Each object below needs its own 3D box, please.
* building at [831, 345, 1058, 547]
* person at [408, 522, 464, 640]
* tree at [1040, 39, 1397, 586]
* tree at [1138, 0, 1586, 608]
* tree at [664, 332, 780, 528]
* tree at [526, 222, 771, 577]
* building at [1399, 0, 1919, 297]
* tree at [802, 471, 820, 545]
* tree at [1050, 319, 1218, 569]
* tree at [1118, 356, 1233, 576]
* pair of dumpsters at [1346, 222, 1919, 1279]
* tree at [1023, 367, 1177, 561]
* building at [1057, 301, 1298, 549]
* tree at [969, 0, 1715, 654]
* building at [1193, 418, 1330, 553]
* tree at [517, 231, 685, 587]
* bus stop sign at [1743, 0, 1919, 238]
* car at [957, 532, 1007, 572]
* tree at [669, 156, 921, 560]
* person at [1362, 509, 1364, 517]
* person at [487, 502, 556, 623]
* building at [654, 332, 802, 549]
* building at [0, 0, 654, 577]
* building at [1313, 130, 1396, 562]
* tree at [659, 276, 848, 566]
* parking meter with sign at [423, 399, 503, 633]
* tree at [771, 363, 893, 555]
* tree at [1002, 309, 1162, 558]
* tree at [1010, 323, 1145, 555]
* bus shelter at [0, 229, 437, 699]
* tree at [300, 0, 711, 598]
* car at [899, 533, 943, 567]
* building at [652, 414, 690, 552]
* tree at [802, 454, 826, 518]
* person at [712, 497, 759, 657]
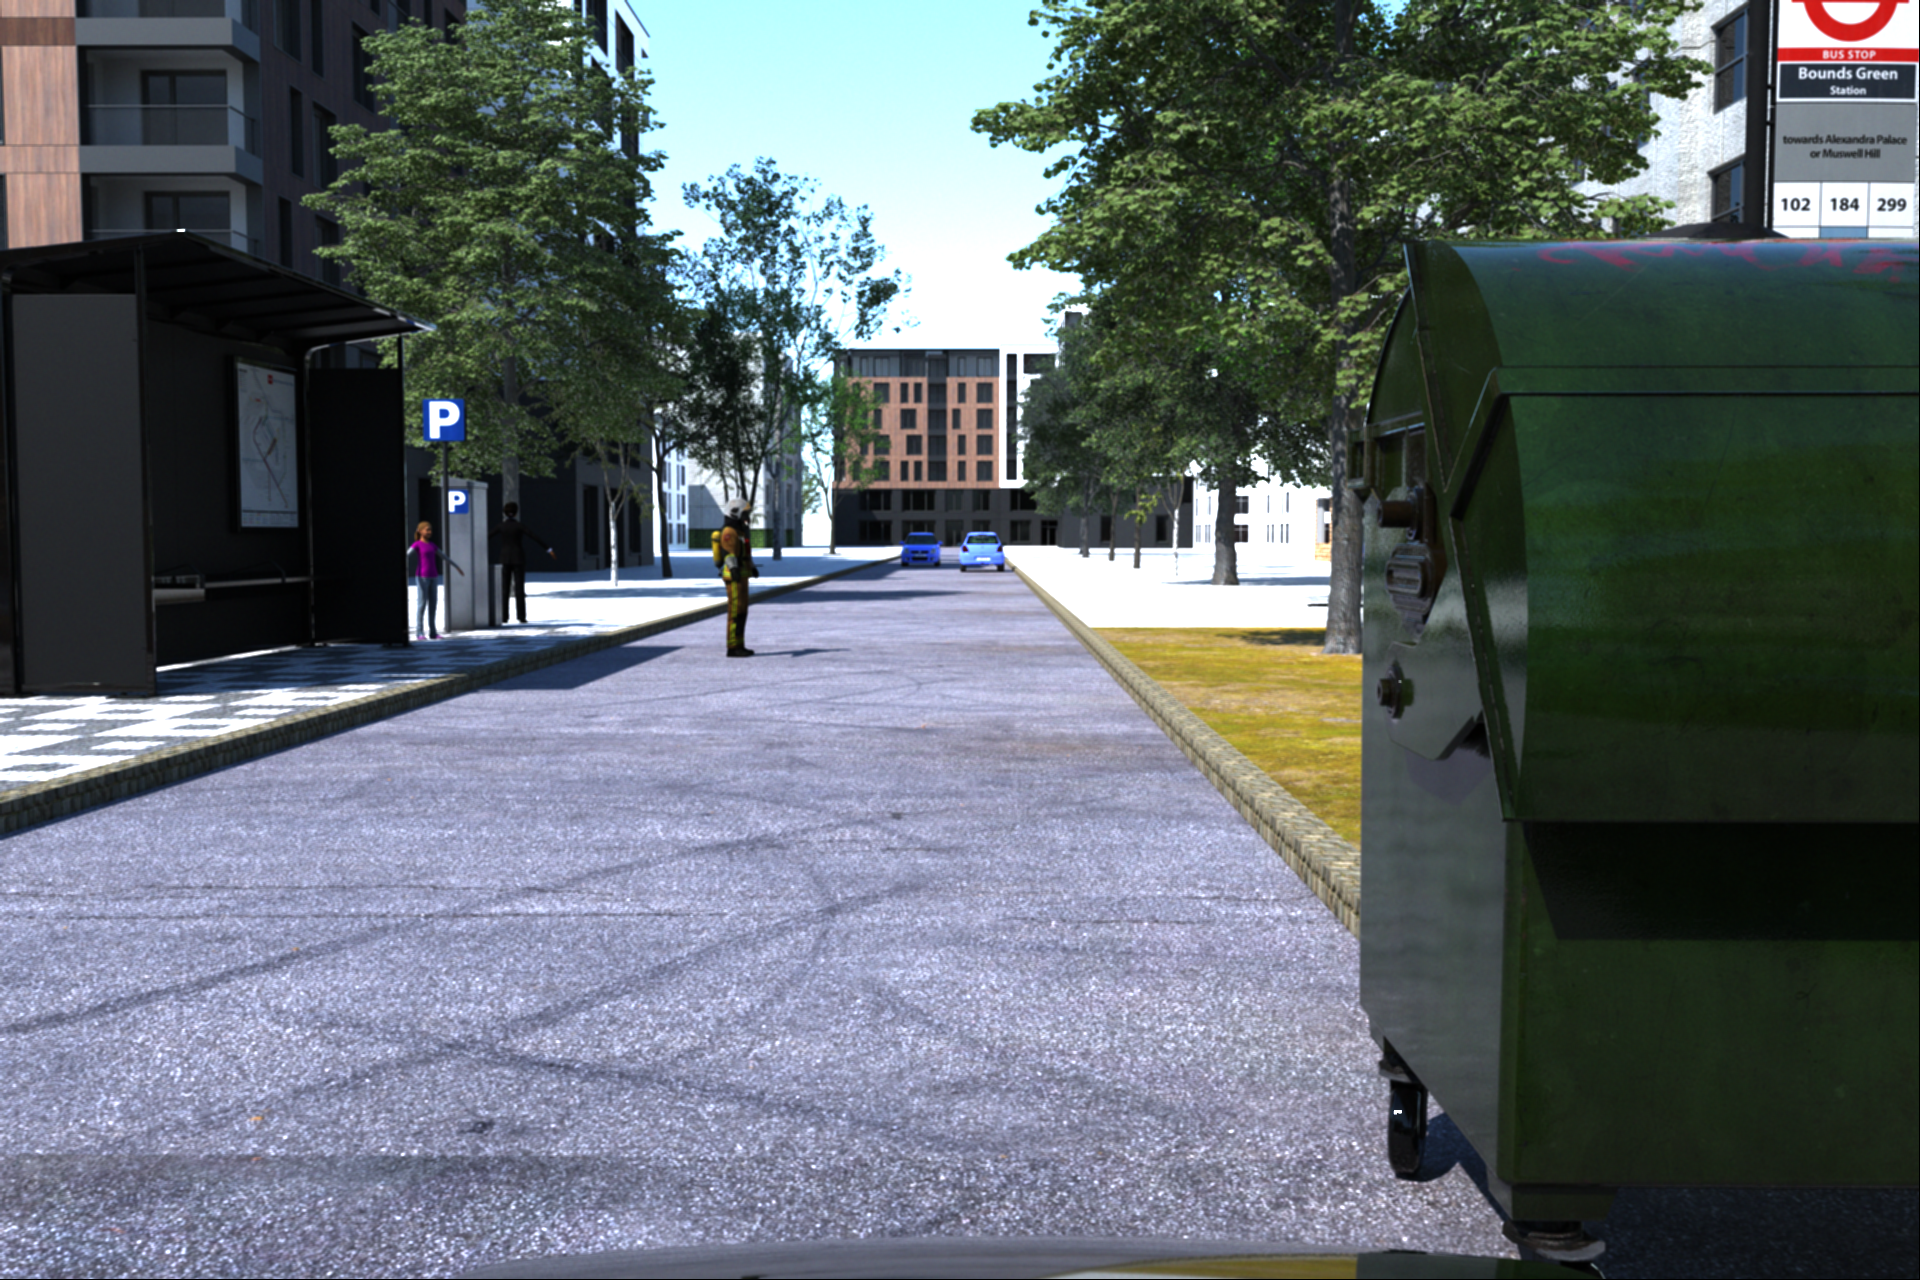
[{"bbox_3d":[2.222,-21.618,199.884,32.646,21.610,27.936,0,4,0],"label":"building"},{"bbox_3d":[-6.430,-0.718,21.011,0.599,1.433,0.991,2,4,33],"label":"person"},{"bbox_3d":[6.716,-8.335,42.935,9.857,13.997,8.962,0,3,0],"label":"tree"},{"bbox_3d":[6.827,-6.397,30.342,9.928,11.665,9.643,0,3,0],"label":"tree"},{"bbox_3d":[-8.118,-6.842,62.232,4.360,8.622,3.978,0,3,0],"label":"tree"},{"bbox_3d":[-9.019,-7.136,51.083,7.601,10.594,8.767,0,4,2],"label":"tree"},{"bbox_3d":[23.364,-10.873,44.237,16.747,18.905,31.486,0,4,1],"label":"building"},{"bbox_3d":[-17.939,-14.961,194.971,4.737,8.622,4.395,0,3,0],"label":"tree"},{"bbox_3d":[6.858,-7.923,63.951,7.601,10.594,8.767,-2,4,-27],"label":"tree"},{"bbox_3d":[6.581,-6.252,52.583,4.737,8.622,4.395,0,3,0],"label":"tree"},{"bbox_3d":[3.036,0.095,3.391,4.436,2.255,1.574,0,4,1],"label":"pair of dumpsters"},{"bbox_3d":[7.122,-8.966,81.004,8.767,10.594,7.601,0,4,-1],"label":"tree"},{"bbox_3d":[23.355,-19.847,168.477,27.936,21.610,32.646,0,4,1],"label":"building"},{"bbox_3d":[3.973,-6.153,18.725,7.486,12.596,7.792,0,3,0],"label":"tree"},{"bbox_3d":[24.150,-11.736,134.027,9.099,9.664,28.070,0,4,1],"label":"building"},{"bbox_3d":[-8.350,-5.622,42.279,4.360,8.622,3.978,0,3,0],"label":"tree"},{"bbox_3d":[3.482,-1.128,7.149,0.855,3.939,0.416,0,4,1],"label":"bus stop sign"},{"bbox_3d":[0.839,-3.486,66.585,1.945,1.707,3.694,0,4,0],"label":"car"},{"bbox_3d":[-8.329,-14.037,85.395,12.611,20.169,13.585,0,3,0],"label":"tree"},{"bbox_3d":[7.568,-1.660,33.283,0.704,1.843,1.345,1,4,22],"label":"person"},{"bbox_3d":[-6.431,-1.116,24.963,1.216,1.740,0.721,0,4,1],"label":"person"},{"bbox_3d":[-25.367,-18.423,167.678,16.747,18.905,31.486,0,4,1],"label":"building"},{"bbox_3d":[-26.764,-12.929,55.364,27.936,21.610,32.646,0,4,0],"label":"building"},{"bbox_3d":[21.787,-13.696,80.357,16.016,20.090,11.380,0,4,0],"label":"building"},{"bbox_3d":[-8.392,-8.753,68.872,9.928,11.665,9.643,0,3,0],"label":"tree"},{"bbox_3d":[-6.609,-1.649,23.223,0.543,3.016,1.738,0,4,2],"label":"parking meter with sign"},{"bbox_3d":[-7.984,-11.078,106.875,9.928,11.665,9.643,0,3,0],"label":"tree"},{"bbox_3d":[6.857,-11.136,92.449,12.009,13.543,11.850,0,3,0],"label":"tree"},{"bbox_3d":[7.754,-12.229,106.601,9.857,13.997,8.962,0,3,0],"label":"tree"},{"bbox_3d":[-6.788,-1.544,16.525,1.731,3.624,6.357,0,4,1],"label":"bus shelter"},{"bbox_3d":[-8.872,-7.107,34.330,7.486,12.596,7.792,0,3,0],"label":"tree"},{"bbox_3d":[-1.732,-4.143,77.330,1.945,1.707,3.694,0,4,1],"label":"car"},{"bbox_3d":[-25.700,-11.833,135.618,9.099,9.664,28.070,0,4,0],"label":"building"},{"bbox_3d":[-19.049,-16.349,201.710,7.601,10.594,8.767,0,4,3],"label":"tree"},{"bbox_3d":[-2.581,-0.737,20.276,0.705,1.858,1.354,0,4,3],"label":"person"}]
